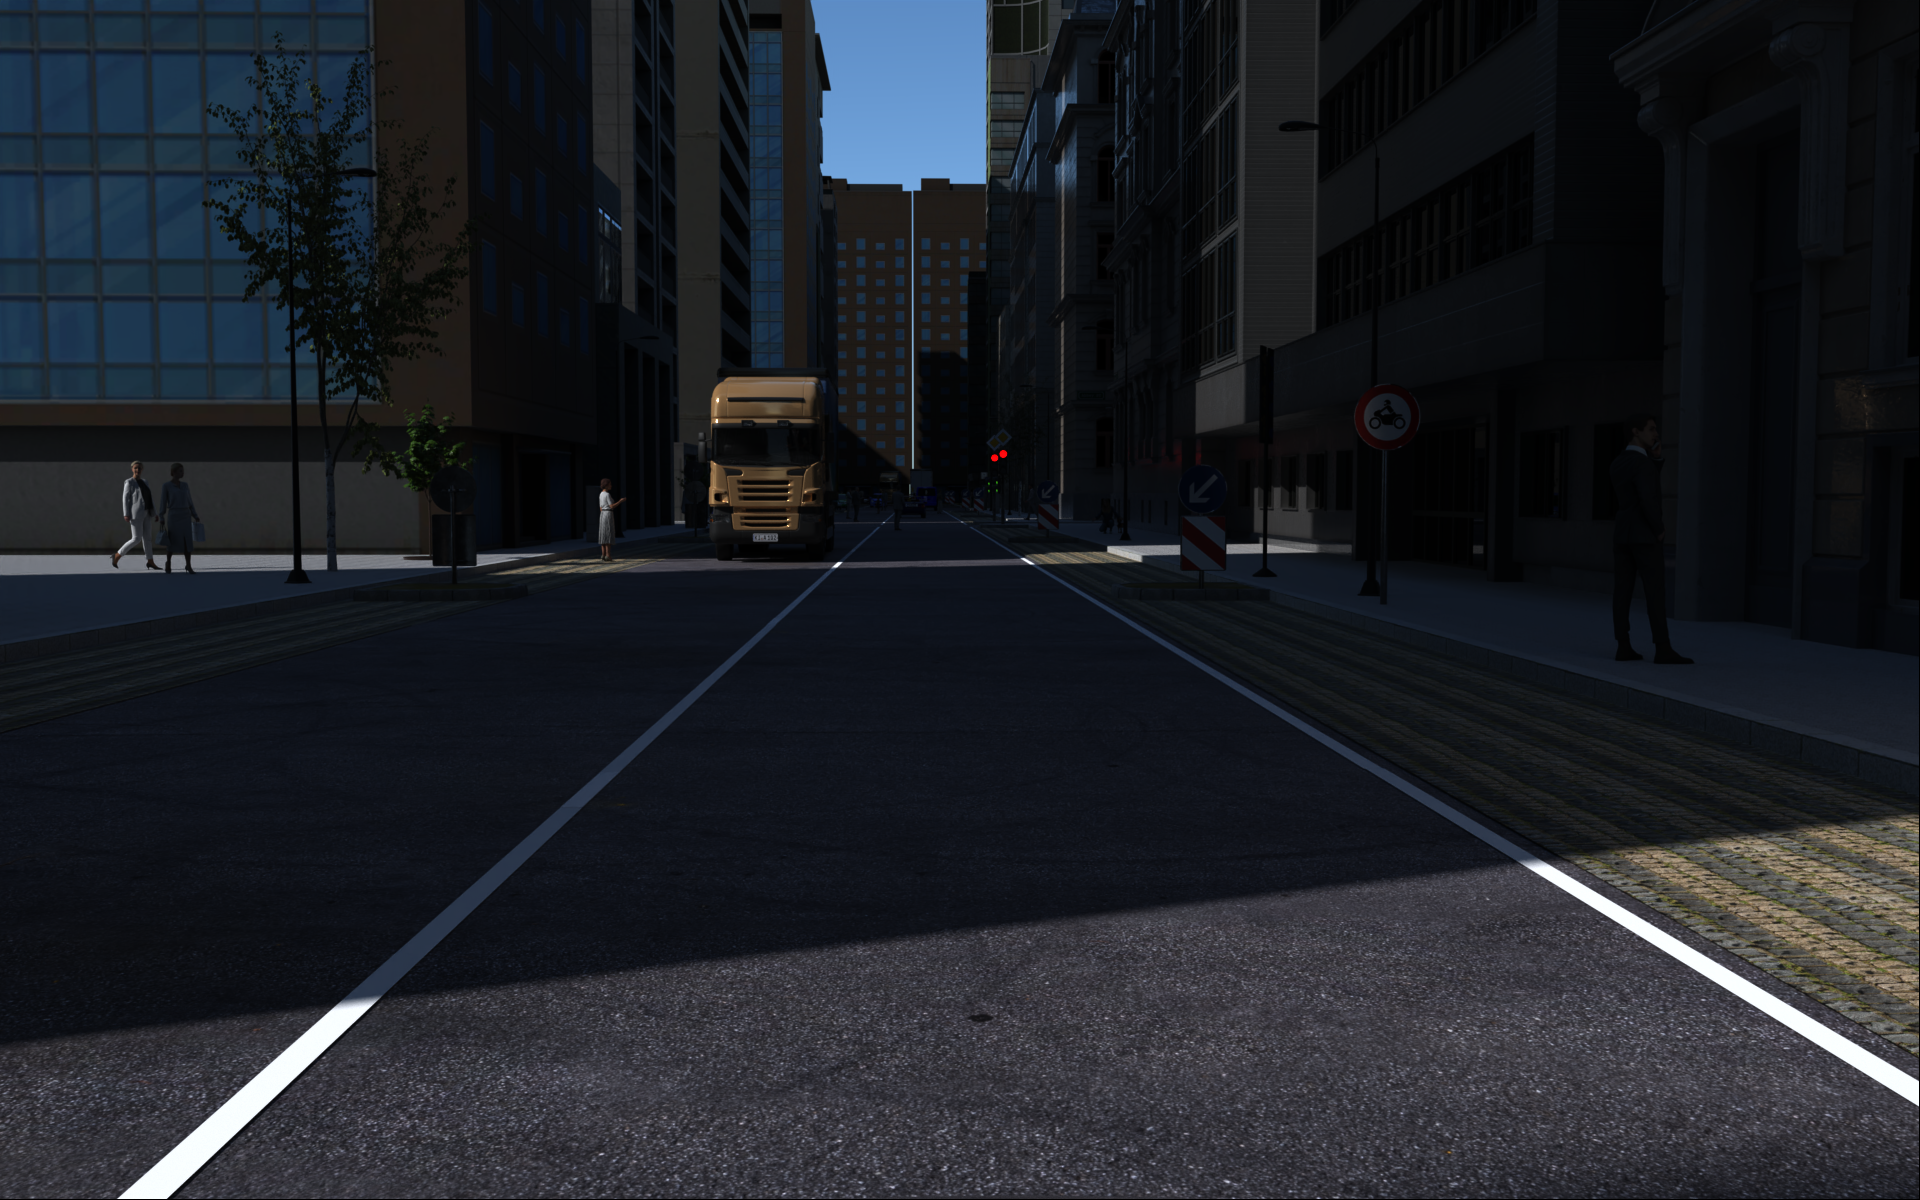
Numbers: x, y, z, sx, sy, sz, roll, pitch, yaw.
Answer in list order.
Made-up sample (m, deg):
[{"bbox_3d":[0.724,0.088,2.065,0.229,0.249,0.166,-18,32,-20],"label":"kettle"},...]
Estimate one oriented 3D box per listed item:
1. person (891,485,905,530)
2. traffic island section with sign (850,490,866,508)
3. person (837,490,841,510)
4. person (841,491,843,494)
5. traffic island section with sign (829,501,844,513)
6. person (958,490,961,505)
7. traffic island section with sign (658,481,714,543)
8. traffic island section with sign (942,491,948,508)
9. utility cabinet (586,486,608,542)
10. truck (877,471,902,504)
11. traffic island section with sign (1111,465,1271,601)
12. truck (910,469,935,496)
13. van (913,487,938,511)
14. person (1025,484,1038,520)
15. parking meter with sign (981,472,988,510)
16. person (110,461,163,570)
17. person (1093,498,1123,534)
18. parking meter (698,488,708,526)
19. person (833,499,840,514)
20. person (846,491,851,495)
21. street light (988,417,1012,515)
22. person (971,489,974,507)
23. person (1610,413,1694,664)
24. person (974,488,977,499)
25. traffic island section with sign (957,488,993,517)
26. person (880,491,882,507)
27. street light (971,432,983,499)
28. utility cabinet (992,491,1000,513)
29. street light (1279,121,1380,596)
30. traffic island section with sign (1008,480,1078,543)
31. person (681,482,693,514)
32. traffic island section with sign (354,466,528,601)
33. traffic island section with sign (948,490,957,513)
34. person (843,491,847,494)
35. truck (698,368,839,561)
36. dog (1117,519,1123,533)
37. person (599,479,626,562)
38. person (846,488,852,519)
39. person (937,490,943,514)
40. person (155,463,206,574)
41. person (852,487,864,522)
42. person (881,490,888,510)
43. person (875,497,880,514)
[{"bbox_3d":[-2.397,-3.658,68.512,0.606,1.804,0.583,2,4,25],"label":"person"},{"bbox_3d":[-11.197,-10.689,183.397,1.989,1.847,2.006,0,4,-1],"label":"traffic island section with sign"},{"bbox_3d":[-11.051,-9.149,158.107,1.348,1.821,0.705,0,4,7],"label":"person"},{"bbox_3d":[-14.694,-12.597,212.813,0.742,1.727,0.445,0,4,2],"label":"person"},{"bbox_3d":[-9.901,-7.613,133.107,1.989,1.847,2.006,0,4,-1],"label":"traffic island section with sign"},{"bbox_3d":[0.009,-12.592,212.740,0.721,1.723,1.217,0,4,-7],"label":"person"},{"bbox_3d":[-7.790,-2.598,51.104,1.989,1.847,2.006,0,4,-1],"label":"traffic island section with sign"},{"bbox_3d":[-0.983,-10.698,183.544,1.989,1.847,2.006,0,4,-1],"label":"traffic island section with sign"},{"bbox_3d":[-9.717,-2.311,46.464,0.318,1.500,1.173,0,4,3],"label":"utility cabinet"},{"bbox_3d":[-8.576,-13.730,213.390,2.839,4.237,11.283,0,4,0],"label":"truck"},{"bbox_3d":[3.141,-0.945,24.073,1.989,1.847,2.006,0,4,-1],"label":"traffic island section with sign"},{"bbox_3d":[-4.350,-12.752,197.408,2.839,4.237,11.283,0,4,-1],"label":"truck"},{"bbox_3d":[-2.878,-8.806,148.365,2.240,2.365,5.245,0,4,-2],"label":"van"},{"bbox_3d":[3.520,-4.769,84.296,0.850,1.792,0.678,0,4,1],"label":"person"},{"bbox_3d":[1.915,-8.615,137.119,0.543,3.016,1.738,0,4,1],"label":"parking meter with sign"},{"bbox_3d":[-13.922,-1.427,29.246,0.818,1.842,0.514,0,4,-5],"label":"person"},{"bbox_3d":[4.822,-2.712,55.879,1.012,1.151,0.738,1,4,19],"label":"person"},{"bbox_3d":[-10.202,-3.687,68.696,0.372,1.533,0.369,0,3,0],"label":"parking meter"},{"bbox_3d":[-9.162,-7.234,126.801,0.620,1.820,0.660,3,5,40],"label":"person"},{"bbox_3d":[-14.724,-13.550,227.673,1.348,1.812,0.705,-1,4,-16],"label":"person"},{"bbox_3d":[2.474,-8.100,104.981,1.470,5.913,1.316,0,4,-1],"label":"street light"},{"bbox_3d":[1.258,-9.795,166.900,0.721,1.736,1.217,0,4,6],"label":"person"},{"bbox_3d":[5.269,-0.482,13.287,0.474,1.900,0.648,-1,4,-13],"label":"person"},{"bbox_3d":[1.529,-9.617,163.290,0.705,1.824,1.348,0,4,-7],"label":"person"},{"bbox_3d":[1.015,-5.981,106.414,1.989,1.847,2.006,0,4,-1],"label":"traffic island section with sign"},{"bbox_3d":[-8.587,-11.006,189.134,0.721,1.739,1.217,2,4,27],"label":"person"},{"bbox_3d":[1.804,-9.662,130.509,1.470,5.913,1.316,0,4,-1],"label":"street light"},{"bbox_3d":[2.344,-6.401,113.341,0.318,1.500,1.173,-1,4,-9],"label":"utility cabinet"},{"bbox_3d":[4.661,-3.009,21.731,1.470,5.913,1.316,0,4,-1],"label":"street light"},{"bbox_3d":[2.438,-2.604,51.196,1.989,1.847,2.006,0,4,-1],"label":"traffic island section with sign"},{"bbox_3d":[-10.204,-3.546,64.763,0.466,1.731,0.760,-1,4,-19],"label":"person"},{"bbox_3d":[-7.084,-0.936,23.924,1.989,1.847,2.006,0,4,-1],"label":"traffic island section with sign"},{"bbox_3d":[0.319,-7.629,133.360,1.989,1.847,2.006,0,4,-1],"label":"traffic island section with sign"},{"bbox_3d":[-14.651,-13.152,221.894,1.217,1.723,0.721,1,4,18],"label":"person"},{"bbox_3d":[-4.236,-3.169,40.731,2.839,4.237,11.283,0,4,-2],"label":"truck"},{"bbox_3d":[5.278,-2.442,56.762,0.540,0.507,0.406,3,4,36],"label":"dog"},{"bbox_3d":[-7.337,-1.673,36.429,0.524,1.755,0.480,-3,4,-38],"label":"person"},{"bbox_3d":[-6.399,-5.635,100.813,0.466,1.800,0.511,-1,4,-21],"label":"person"},{"bbox_3d":[-1.429,-7.160,126.108,0.362,1.759,0.519,-3,5,-45],"label":"person"},{"bbox_3d":[-12.563,-1.314,27.875,0.694,1.780,0.624,-3,4,-38],"label":"person"},{"bbox_3d":[-5.308,-4.979,90.082,0.590,1.801,0.661,-3,4,-37],"label":"person"},{"bbox_3d":[-6.624,-8.727,151.285,0.635,1.810,0.391,0,4,7],"label":"person"},{"bbox_3d":[-6.003,-6.909,126.126,0.373,1.253,0.362,3,4,36],"label":"person"}]
